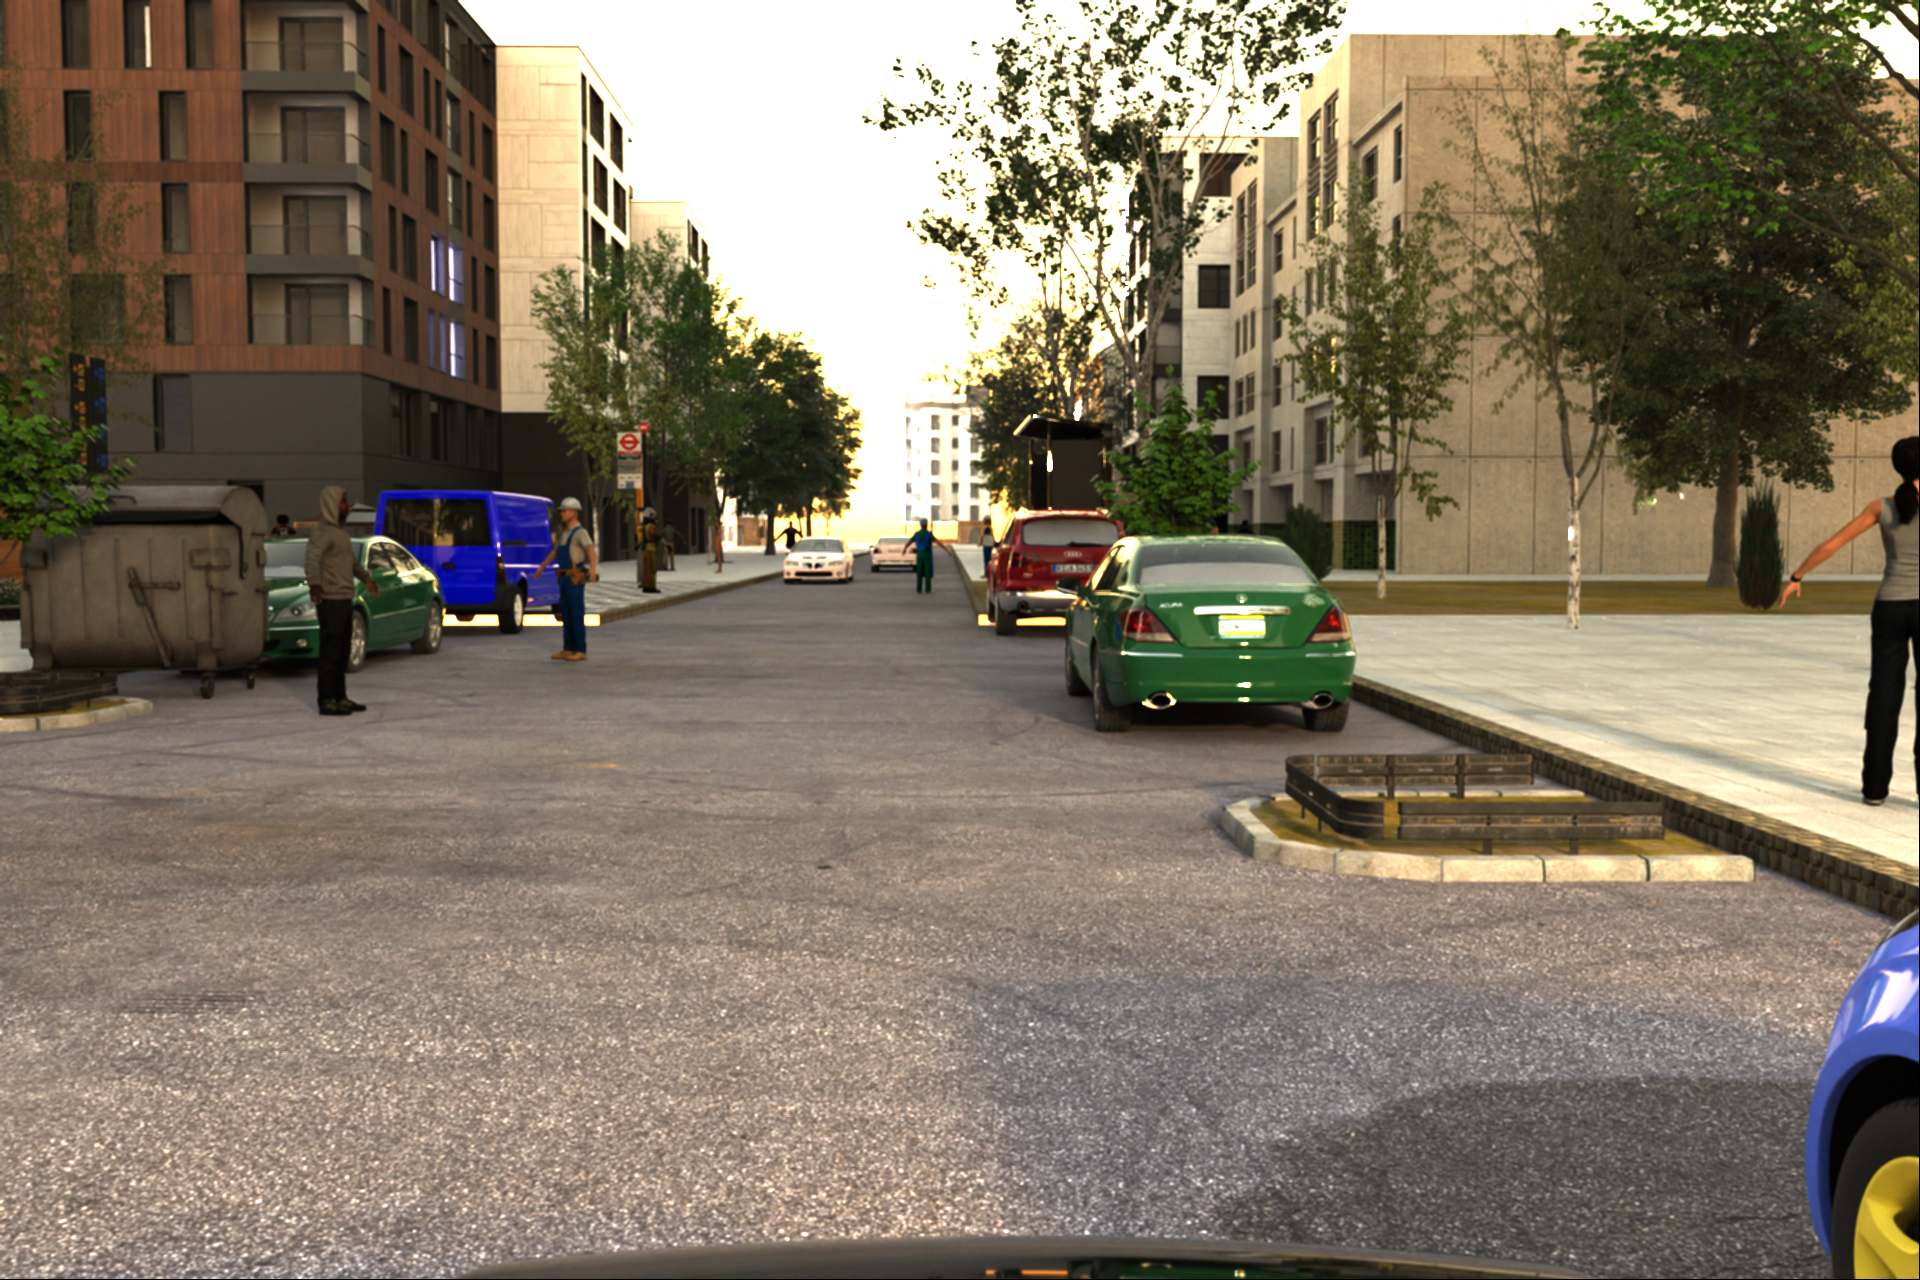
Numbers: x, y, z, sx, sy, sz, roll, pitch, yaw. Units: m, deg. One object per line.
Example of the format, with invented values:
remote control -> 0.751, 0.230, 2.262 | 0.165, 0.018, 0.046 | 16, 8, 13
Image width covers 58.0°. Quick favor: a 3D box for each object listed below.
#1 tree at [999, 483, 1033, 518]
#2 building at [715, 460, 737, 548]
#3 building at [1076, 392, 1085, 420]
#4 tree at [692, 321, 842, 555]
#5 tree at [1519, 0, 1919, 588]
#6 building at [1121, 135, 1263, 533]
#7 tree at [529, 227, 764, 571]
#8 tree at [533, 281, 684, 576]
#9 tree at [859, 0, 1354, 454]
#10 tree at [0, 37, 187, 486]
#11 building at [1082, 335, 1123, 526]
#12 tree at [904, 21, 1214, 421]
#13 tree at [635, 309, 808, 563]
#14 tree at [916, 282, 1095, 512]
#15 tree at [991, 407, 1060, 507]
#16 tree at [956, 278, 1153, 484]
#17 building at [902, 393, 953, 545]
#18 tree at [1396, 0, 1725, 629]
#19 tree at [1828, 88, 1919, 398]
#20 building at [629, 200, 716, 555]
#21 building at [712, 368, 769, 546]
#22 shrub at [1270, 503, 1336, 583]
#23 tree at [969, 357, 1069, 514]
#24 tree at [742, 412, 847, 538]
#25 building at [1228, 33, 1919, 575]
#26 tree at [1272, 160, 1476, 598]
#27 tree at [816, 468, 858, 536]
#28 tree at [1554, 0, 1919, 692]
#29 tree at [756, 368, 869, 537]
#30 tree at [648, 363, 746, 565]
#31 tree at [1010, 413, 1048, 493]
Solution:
tree -> 8.482, -17.451, 219.740 | 7.601, 10.594, 8.767 | 0, 4, 3
building -> -26.336, -13.930, 169.902 | 9.099, 9.664, 28.070 | 0, 4, 0
building -> 22.003, -22.015, 190.877 | 19.493, 23.208, 18.063 | 0, 3, 0
tree -> -11.554, -12.131, 104.992 | 9.857, 13.997, 8.962 | 0, 3, 0
tree -> 18.492, -8.252, 41.583 | 9.857, 13.997, 8.962 | 0, 3, 0
building -> 23.568, -16.003, 105.625 | 27.936, 21.610, 32.646 | 0, 4, -1
tree -> -10.664, -8.224, 60.220 | 9.928, 11.665, 9.643 | 0, 3, 0
tree -> -10.525, -6.136, 50.688 | 4.737, 8.622, 4.395 | 0, 3, 0
tree -> 4.046, -11.825, 49.233 | 12.611, 20.169, 13.585 | 0, 3, 0
tree -> -13.872, -4.669, 26.695 | 4.360, 8.622, 3.978 | 0, 3, 0
building -> 21.089, -19.754, 153.901 | 19.493, 23.208, 18.063 | 0, 4, -1
tree -> 3.088, -12.916, 67.059 | 12.611, 20.169, 13.585 | 0, 3, 0
tree -> -10.719, -9.278, 77.451 | 9.928, 11.665, 9.643 | 0, 3, 0
tree -> 2.987, -16.890, 132.033 | 12.611, 20.169, 13.585 | 0, 3, 0
tree -> 3.867, -8.705, 92.690 | 4.737, 8.622, 4.395 | 0, 3, 0
tree -> 4.764, -10.554, 82.921 | 12.009, 13.543, 11.850 | 0, 3, 0
building -> -7.140, -22.312, 223.677 | 11.380, 20.090, 16.016 | 0, 4, 2
tree -> 8.463, -4.461, 23.303 | 4.360, 8.622, 3.978 | 0, 3, 0
tree -> 16.087, -4.753, 28.080 | 4.737, 8.622, 4.395 | 0, 3, 0
building -> -30.616, -15.907, 104.047 | 27.936, 21.610, 32.646 | 0, 4, -1
building -> -26.784, -20.235, 187.265 | 16.016, 20.090, 11.380 | 0, 4, 0
shrub -> 8.041, -2.263, 41.035 | 1.661, 2.075, 1.752 | 0, 3, 0
tree -> 4.039, -11.813, 111.266 | 7.486, 12.596, 7.792 | 0, 3, 0
tree -> -11.223, -11.333, 119.702 | 7.601, 10.594, 8.767 | 1, 4, 22
building -> 21.960, -12.455, 70.100 | 16.747, 18.905, 31.486 | 0, 4, -1
tree -> 8.298, -5.120, 34.069 | 4.737, 8.622, 4.395 | 0, 3, 0
tree -> -16.903, -17.958, 219.372 | 9.928, 11.665, 9.643 | 0, 3, 0
tree -> 8.390, -5.382, 13.744 | 9.928, 11.665, 9.643 | 0, 3, 0
tree -> -11.773, -13.842, 132.969 | 9.857, 13.997, 8.962 | 0, 3, 0
tree -> -10.487, -7.374, 70.921 | 4.737, 8.622, 4.395 | 0, 3, 0
tree -> 4.399, -9.163, 100.172 | 4.360, 8.622, 3.978 | 0, 3, 0
